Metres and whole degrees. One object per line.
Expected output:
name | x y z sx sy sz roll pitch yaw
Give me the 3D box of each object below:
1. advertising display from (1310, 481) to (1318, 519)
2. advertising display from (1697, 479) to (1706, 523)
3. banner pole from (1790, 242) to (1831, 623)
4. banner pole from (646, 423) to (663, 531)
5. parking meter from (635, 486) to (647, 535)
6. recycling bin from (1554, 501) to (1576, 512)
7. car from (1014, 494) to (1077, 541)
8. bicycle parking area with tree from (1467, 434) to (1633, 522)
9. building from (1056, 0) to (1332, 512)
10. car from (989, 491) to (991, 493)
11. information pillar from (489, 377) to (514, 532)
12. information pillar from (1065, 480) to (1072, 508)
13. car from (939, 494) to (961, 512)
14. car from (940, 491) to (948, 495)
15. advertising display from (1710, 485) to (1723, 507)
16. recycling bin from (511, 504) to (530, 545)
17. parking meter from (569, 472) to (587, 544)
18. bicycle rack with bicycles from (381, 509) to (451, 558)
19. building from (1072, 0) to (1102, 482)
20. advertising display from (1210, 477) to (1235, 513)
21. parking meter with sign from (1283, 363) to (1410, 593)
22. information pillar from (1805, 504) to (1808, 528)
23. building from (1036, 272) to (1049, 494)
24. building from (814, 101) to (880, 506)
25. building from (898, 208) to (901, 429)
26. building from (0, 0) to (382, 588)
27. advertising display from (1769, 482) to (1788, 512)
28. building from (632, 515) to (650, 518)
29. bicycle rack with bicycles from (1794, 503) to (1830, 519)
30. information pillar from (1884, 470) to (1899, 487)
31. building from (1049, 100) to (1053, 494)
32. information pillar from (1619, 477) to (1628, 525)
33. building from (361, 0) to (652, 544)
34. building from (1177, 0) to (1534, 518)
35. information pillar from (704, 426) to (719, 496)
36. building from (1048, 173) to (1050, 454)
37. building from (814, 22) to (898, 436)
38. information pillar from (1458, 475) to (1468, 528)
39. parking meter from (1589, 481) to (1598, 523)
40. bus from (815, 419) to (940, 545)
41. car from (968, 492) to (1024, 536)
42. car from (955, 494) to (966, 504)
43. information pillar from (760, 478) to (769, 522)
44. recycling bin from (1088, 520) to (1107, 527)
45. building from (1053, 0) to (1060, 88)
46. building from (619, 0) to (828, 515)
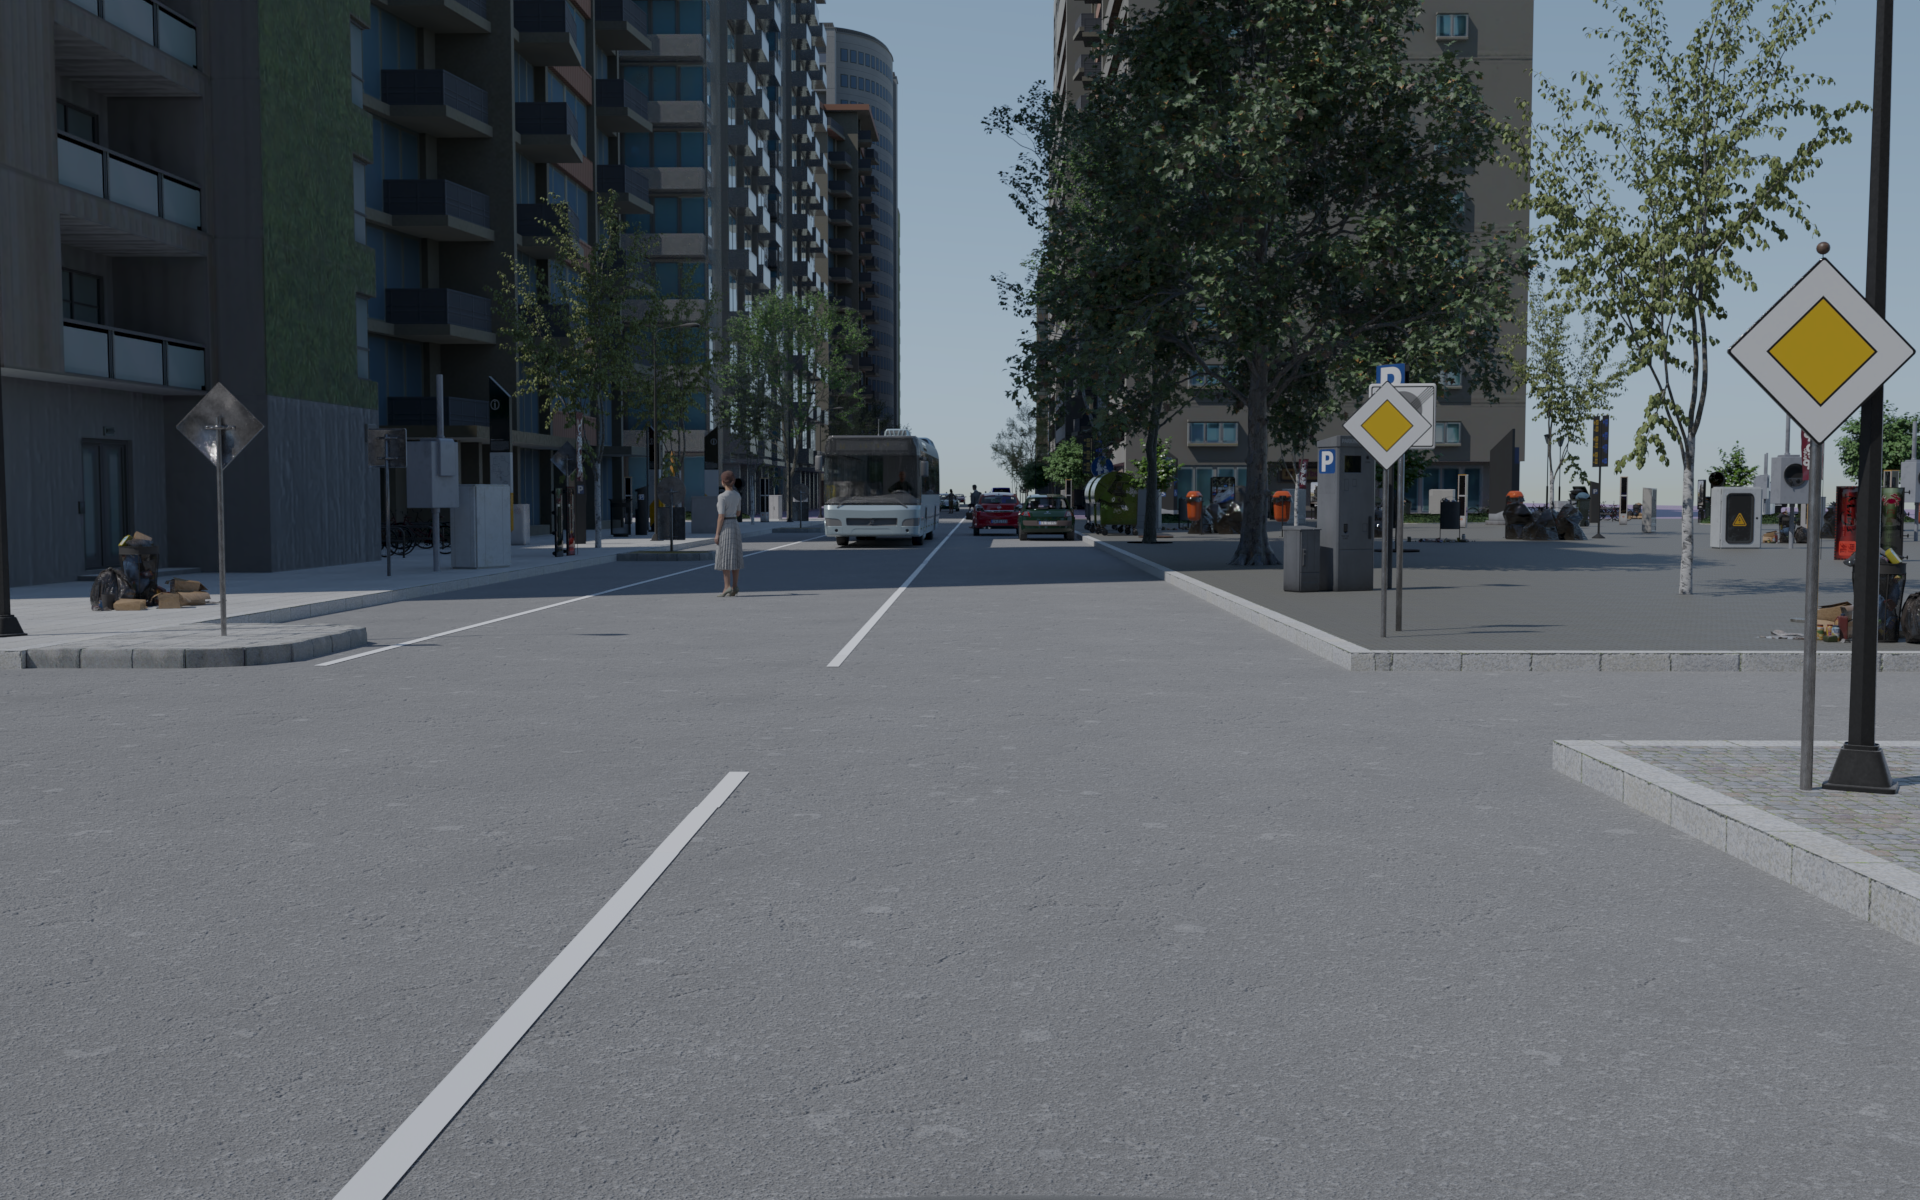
advertising display | 18.137 -5.050 87.783 0.123 1.923 0.974 -2 4 -34
advertising display | 32.832 -4.371 76.687 0.123 1.923 0.974 1 4 9
banner pole | 8.447 -1.655 17.082 0.401 3.779 0.863 2 4 29
banner pole | -10.775 -4.332 60.840 0.863 3.779 0.401 -3 5 -42
parking meter | -9.963 -2.794 54.095 0.372 1.533 0.369 0 3 0
recycling bin | 22.450 -3.172 64.417 0.722 1.027 0.722 0 4 2
car | 2.699 -2.735 54.498 2.009 1.686 4.222 0 4 1
bicycle parking area with tree | 29.068 -6.009 85.242 9.016 4.147 8.231 3 4 38
building | 19.473 -32.306 151.903 21.300 48.544 21.600 0 4 1
car | 4.507 -13.282 225.835 2.281 1.827 5.304 0 4 1
information pillar | -9.154 -2.640 34.525 0.504 3.616 0.183 1 4 19
information pillar | 5.468 -5.067 87.336 0.304 2.012 0.304 0 4 -1
car | -0.982 -8.044 143.311 2.131 1.459 4.920 0 4 2
car | -1.534 -9.383 163.003 1.945 1.707 3.694 0 4 3
advertising display | 38.409 -5.037 87.563 0.974 1.923 0.123 0 4 -7
recycling bin | -11.241 -1.896 43.553 0.722 1.027 0.722 0 4 -4
parking meter | -9.806 -2.369 44.451 0.255 1.863 0.399 3 5 39
bicycle rack with bicycles | -12.149 -1.370 35.777 2.925 0.926 2.852 0 4 4
building | 19.591 -28.881 126.826 22.147 44.769 28.867 0 4 1
advertising display | 9.681 -3.585 63.835 0.974 1.923 0.123 -1 4 -19
parking meter with sign | 5.093 -1.632 22.947 1.738 3.016 0.543 -2 4 -29
information pillar | 23.192 -2.607 47.116 0.304 2.012 0.304 1 4 16
building | 16.717 -27.543 222.027 14.160 30.474 14.107 0 4 1
building | -20.352 -32.826 191.323 22.147 44.769 28.867 0 4 1
building | -15.620 -34.090 240.962 14.154 41.232 14.086 0 4 1
building | -18.269 -20.906 25.402 14.154 41.232 14.086 0 4 1
advertising display | 42.311 -5.163 89.632 0.974 1.923 0.123 1 4 9
building | -22.940 -29.728 105.660 23.786 49.044 30.456 0 4 1
bicycle rack with bicycles | 33.067 -3.231 66.217 2.852 0.926 2.925 0 4 4
information pillar | 28.635 -2.985 53.293 0.304 2.012 0.304 -1 4 -14
building | 20.736 -34.523 188.145 21.300 48.544 21.600 0 4 1
information pillar | 27.789 -4.161 72.532 0.304 2.012 0.304 1 4 17
building | -22.611 -24.601 56.849 22.147 44.769 28.867 0 4 1
building | 19.570 -29.168 100.591 21.300 48.544 21.600 0 4 1
information pillar | -8.462 -4.142 59.083 0.504 3.616 0.183 0 4 -7
building | 17.708 -34.065 207.072 14.600 45.320 14.200 0 4 1
building | -19.038 -41.430 219.374 21.231 58.520 28.212 0 4 1
information pillar | 18.947 -3.717 65.263 0.304 2.012 0.304 2 4 29
parking meter | 28.178 -4.355 76.913 0.399 1.863 0.255 0 4 5
bus | -2.145 -3.439 51.079 2.948 3.499 13.247 0 4 2
car | 1.344 -3.168 60.834 2.155 1.783 4.494 0 4 0
car | -0.113 -14.596 247.683 2.155 1.783 4.494 0 4 1
information pillar | -8.876 -4.536 78.661 0.304 2.012 0.304 2 4 29
recycling bin | 5.451 -3.430 68.632 0.722 1.027 0.722 0 4 -2
building | 21.165 -48.937 238.372 20.563 71.187 20.611 0 4 1
building | -22.303 -31.624 136.664 23.786 49.044 30.456 0 4 1
